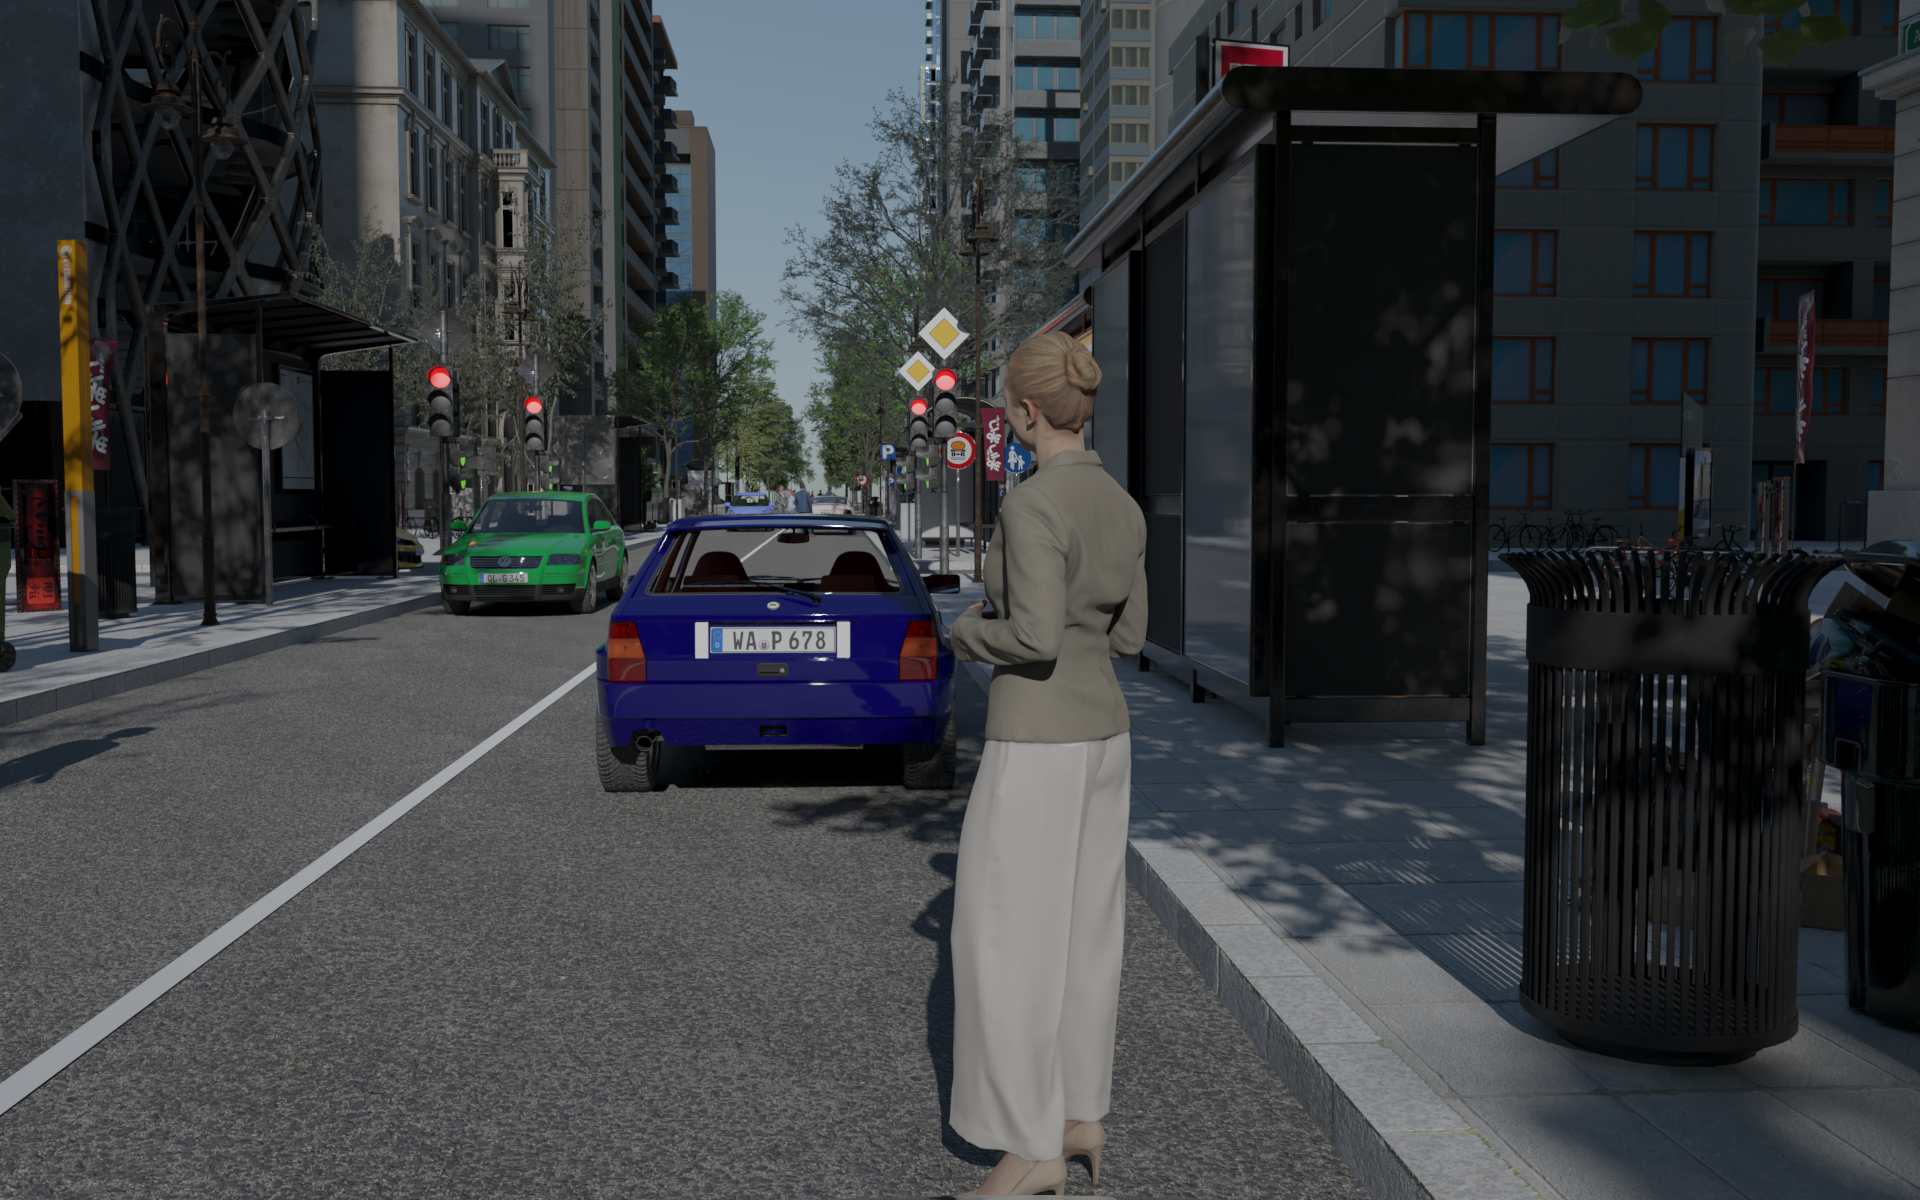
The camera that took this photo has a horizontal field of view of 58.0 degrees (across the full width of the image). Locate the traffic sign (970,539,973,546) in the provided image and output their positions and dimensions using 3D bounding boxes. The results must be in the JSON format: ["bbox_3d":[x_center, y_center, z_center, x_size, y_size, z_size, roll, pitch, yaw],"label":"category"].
[{"bbox_3d":[0.286,-2.590,42.358,0.884,2.594,0.081,0,4,-1],"label":"traffic sign"}]

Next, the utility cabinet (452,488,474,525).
[{"bbox_3d":[-17.304,-3.147,60.137,0.318,1.500,1.173,-3,5,-44],"label":"utility cabinet"}]

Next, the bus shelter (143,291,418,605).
[{"bbox_3d":[-8.828,-1.950,23.158,1.731,3.624,6.357,0,4,-4],"label":"bus shelter"}]

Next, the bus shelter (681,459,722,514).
[{"bbox_3d":[-15.132,-6.589,101.650,2.014,3.302,5.546,0,4,-4],"label":"bus shelter"}]

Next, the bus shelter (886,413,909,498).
[{"bbox_3d":[-2.579,-6.373,81.830,2.179,5.291,8.768,0,4,-4],"label":"bus shelter"}]

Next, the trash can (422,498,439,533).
[{"bbox_3d":[-17.547,-2.820,57.754,0.748,1.137,0.748,0,3,0],"label":"trash can"}]

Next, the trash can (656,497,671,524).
[{"bbox_3d":[-12.640,-3.785,73.546,0.748,1.137,0.748,0,3,0],"label":"trash can"}]

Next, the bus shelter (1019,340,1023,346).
[{"bbox_3d":[1.995,-2.698,21.743,2.179,5.291,8.768,0,4,-4],"label":"bus shelter"}]

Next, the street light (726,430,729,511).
[{"bbox_3d":[-13.612,-7.858,101.265,0.468,5.910,1.993,0,4,-4],"label":"street light"}]

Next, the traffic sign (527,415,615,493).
[{"bbox_3d":[-10.065,-3.116,44.811,2.265,3.308,0.079,0,4,-1],"label":"traffic sign"}]

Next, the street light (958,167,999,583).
[{"bbox_3d":[0.259,-3.188,24.915,0.468,5.910,1.993,0,4,-4],"label":"street light"}]

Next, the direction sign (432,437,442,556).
[{"bbox_3d":[-10.842,-2.699,36.125,0.379,3.537,0.876,-1,4,-14],"label":"direction sign"}]

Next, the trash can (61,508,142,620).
[{"bbox_3d":[-8.842,-0.381,17.881,0.748,1.137,0.748,0,3,0],"label":"trash can"}]

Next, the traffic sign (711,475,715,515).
[{"bbox_3d":[-15.556,-6.629,108.482,0.768,2.556,0.104,0,4,-3],"label":"traffic sign"}]

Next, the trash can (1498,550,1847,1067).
[{"bbox_3d":[1.642,0.464,4.063,0.748,1.137,0.748,0,3,0],"label":"trash can"}]

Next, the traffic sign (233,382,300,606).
[{"bbox_3d":[-7.928,-1.205,19.808,0.768,2.556,0.104,0,4,1],"label":"traffic sign"}]

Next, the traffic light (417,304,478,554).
[{"bbox_3d":[-7.597,-2.245,25.633,0.839,4.253,0.868,0,4,-4],"label":"traffic light"}]

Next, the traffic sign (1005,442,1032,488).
[{"bbox_3d":[1.377,-2.599,42.592,0.768,2.556,0.104,0,4,0],"label":"traffic sign"}]

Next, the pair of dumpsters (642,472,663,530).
[{"bbox_3d":[-11.638,-3.655,62.257,1.574,2.255,4.437,0,4,-4],"label":"pair of dumpsters"}]

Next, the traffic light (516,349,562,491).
[{"bbox_3d":[-8.183,-2.732,33.596,0.839,4.253,0.868,0,4,-4],"label":"traffic light"}]

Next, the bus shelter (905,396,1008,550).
[{"bbox_3d":[-0.111,-2.732,38.587,2.014,3.302,5.546,0,4,-4],"label":"bus shelter"}]

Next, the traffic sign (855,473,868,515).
[{"bbox_3d":[-6.063,-6.531,106.880,0.768,2.556,0.104,0,4,2],"label":"traffic sign"}]

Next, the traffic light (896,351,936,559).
[{"bbox_3d":[-0.843,-2.766,34.150,0.839,4.253,0.868,0,4,-4],"label":"traffic light"}]

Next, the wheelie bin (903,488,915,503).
[{"bbox_3d":[-1.718,-3.514,65.356,0.980,1.594,0.693,-2,4,-33],"label":"wheelie bin"}]

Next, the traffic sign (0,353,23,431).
[{"bbox_3d":[-8.484,-0.911,15.002,0.768,2.556,0.104,0,4,5],"label":"traffic sign"}]

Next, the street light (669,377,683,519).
[{"bbox_3d":[-11.177,-5.840,68.266,0.468,5.910,1.993,0,4,-4],"label":"street light"}]

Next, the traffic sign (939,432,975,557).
[{"bbox_3d":[-0.039,-2.157,35.369,0.768,2.556,0.104,0,4,0],"label":"traffic sign"}]

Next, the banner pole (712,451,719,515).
[{"bbox_3d":[-13.719,-6.551,97.131,0.401,3.779,0.863,-3,4,-38],"label":"banner pole"}]

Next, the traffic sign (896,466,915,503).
[{"bbox_3d":[-1.948,-3.882,63.571,0.768,2.556,0.104,0,4,2],"label":"traffic sign"}]

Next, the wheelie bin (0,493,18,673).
[{"bbox_3d":[-7.194,-0.270,12.321,0.980,1.594,0.693,2,4,25],"label":"wheelie bin"}]

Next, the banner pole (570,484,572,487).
[{"bbox_3d":[-18.086,-5.601,81.590,0.863,3.779,0.401,3,4,36],"label":"banner pole"}]

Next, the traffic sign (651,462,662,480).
[{"bbox_3d":[-12.368,-4.249,69.572,0.768,2.556,0.104,0,4,1],"label":"traffic sign"}]

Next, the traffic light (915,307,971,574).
[{"bbox_3d":[-0.257,-2.279,26.187,0.839,4.253,0.868,0,4,-4],"label":"traffic light"}]

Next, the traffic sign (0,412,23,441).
[{"bbox_3d":[-9.479,-0.957,16.832,0.795,2.450,0.064,0,4,4],"label":"traffic sign"}]

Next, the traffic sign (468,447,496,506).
[{"bbox_3d":[-10.393,-2.172,37.646,0.606,2.300,0.079,0,4,1],"label":"traffic sign"}]

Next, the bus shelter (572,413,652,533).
[{"bbox_3d":[-10.668,-3.804,53.484,1.731,3.624,6.357,0,4,-4],"label":"bus shelter"}]

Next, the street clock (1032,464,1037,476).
[{"bbox_3d":[1.964,-2.291,42.027,0.358,2.002,0.471,-2,4,-32],"label":"street clock"}]

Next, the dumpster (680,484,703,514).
[{"bbox_3d":[-15.044,-5.583,97.032,1.264,1.857,1.865,0,4,-4],"label":"dumpster"}]

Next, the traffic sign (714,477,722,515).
[{"bbox_3d":[-15.143,-6.511,107.642,0.795,2.450,0.064,0,4,-3],"label":"traffic sign"}]

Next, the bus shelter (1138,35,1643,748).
[{"bbox_3d":[2.050,-2.157,12.899,2.179,5.291,8.768,0,4,-4],"label":"bus shelter"}]

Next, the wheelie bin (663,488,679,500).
[{"bbox_3d":[-14.530,-4.818,86.678,0.980,1.594,0.693,0,4,1],"label":"wheelie bin"}]

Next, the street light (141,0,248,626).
[{"bbox_3d":[-7.330,-2.689,16.753,0.468,5.910,1.993,0,4,-4],"label":"street light"}]
